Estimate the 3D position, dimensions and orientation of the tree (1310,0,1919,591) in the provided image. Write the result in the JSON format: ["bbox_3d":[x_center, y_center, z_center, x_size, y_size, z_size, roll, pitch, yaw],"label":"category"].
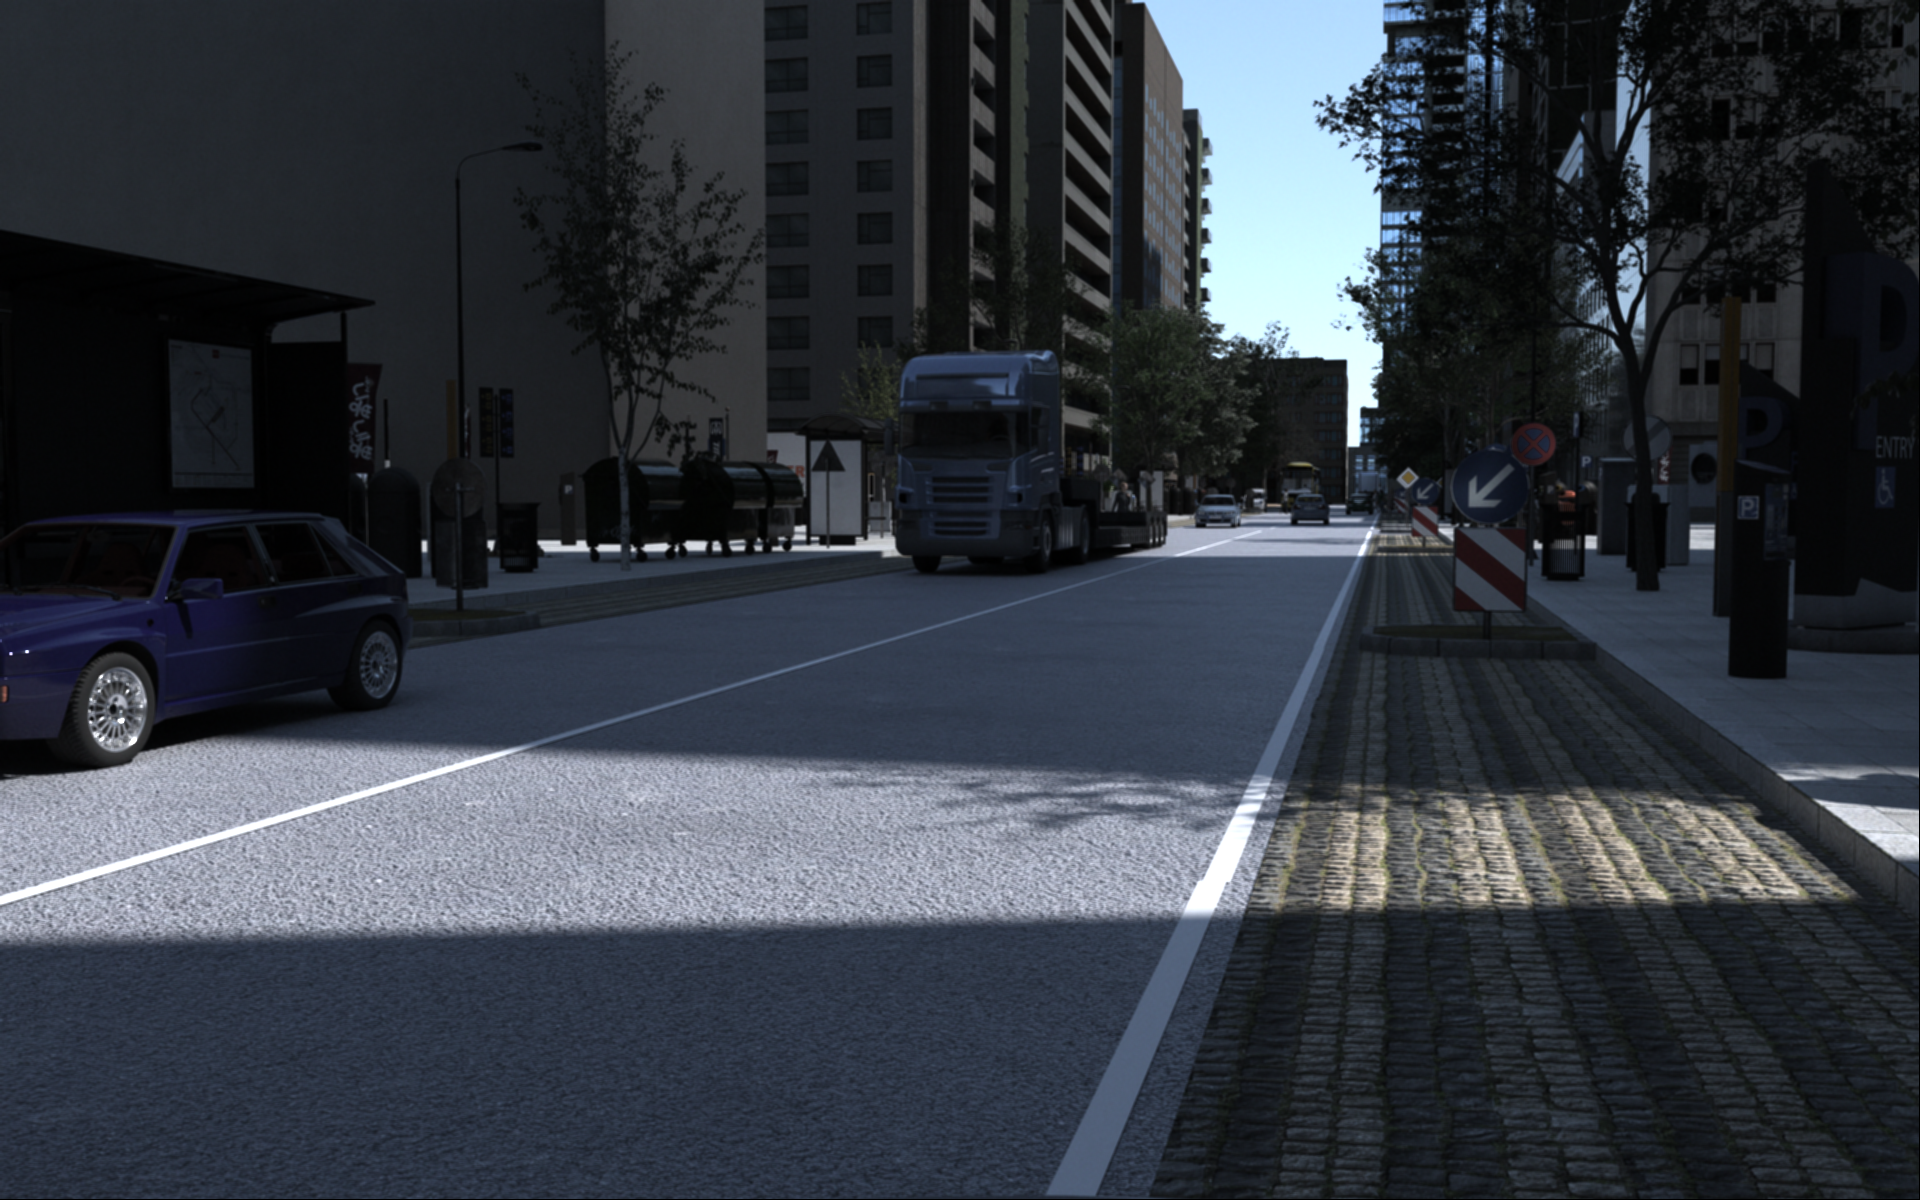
[{"bbox_3d":[9.184,-5.423,23.073,8.767,10.594,7.601,0,4,1],"label":"tree"}]

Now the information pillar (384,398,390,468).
[{"bbox_3d":[-14.080,-3.134,42.590,0.183,3.616,0.504,-1,4,-16],"label":"information pillar"}]

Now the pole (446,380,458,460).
[{"bbox_3d":[-9.101,-2.279,31.103,0.158,3.312,0.155,0,3,0],"label":"pole"}]

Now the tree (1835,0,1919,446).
[{"bbox_3d":[6.393,-3.598,9.194,4.360,8.622,3.978,0,3,0],"label":"tree"}]

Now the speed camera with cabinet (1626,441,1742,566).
[{"bbox_3d":[12.886,-2.235,30.883,0.660,3.252,2.038,-2,4,-26],"label":"speed camera with cabinet"}]

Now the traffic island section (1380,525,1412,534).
[{"bbox_3d":[16.594,-2.559,64.128,2.009,0.180,2.903,1,4,14],"label":"traffic island section"}]

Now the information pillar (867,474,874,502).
[{"bbox_3d":[-3.298,-3.546,62.469,0.304,2.012,0.304,3,4,38],"label":"information pillar"}]

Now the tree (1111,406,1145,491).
[{"bbox_3d":[13.493,-11.729,142.126,4.737,8.622,4.395,0,3,0],"label":"tree"}]

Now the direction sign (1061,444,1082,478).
[{"bbox_3d":[5.203,-5.322,79.008,0.876,3.537,0.379,1,4,17],"label":"direction sign"}]

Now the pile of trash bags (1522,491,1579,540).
[{"bbox_3d":[16.510,-2.379,48.647,1.912,1.369,3.447,0,4,-4],"label":"pile of trash bags"}]

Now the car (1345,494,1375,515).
[{"bbox_3d":[28.287,-6.774,122.560,2.131,1.459,4.920,1,4,14],"label":"car"}]

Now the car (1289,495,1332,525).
[{"bbox_3d":[16.561,-4.272,81.848,2.014,1.417,4.499,1,4,13],"label":"car"}]

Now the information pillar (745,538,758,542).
[{"bbox_3d":[-5.633,-2.577,46.633,0.304,2.012,0.304,1,4,9],"label":"information pillar"}]

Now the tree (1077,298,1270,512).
[{"bbox_3d":[10.004,-10.135,91.469,9.928,11.665,9.643,0,3,0],"label":"tree"}]

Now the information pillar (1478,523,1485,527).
[{"bbox_3d":[13.989,-2.542,46.046,0.304,2.012,0.304,-3,4,-39],"label":"information pillar"}]

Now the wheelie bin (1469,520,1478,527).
[{"bbox_3d":[18.307,-3.238,60.854,0.980,1.594,0.693,3,5,44],"label":"wheelie bin"}]

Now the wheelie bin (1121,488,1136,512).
[{"bbox_3d":[8.655,-5.006,89.751,0.980,1.594,0.693,1,4,17],"label":"wheelie bin"}]

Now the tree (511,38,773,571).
[{"bbox_3d":[-5.459,-4.779,28.499,4.360,8.622,3.978,0,3,0],"label":"tree"}]

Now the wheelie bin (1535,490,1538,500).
[{"bbox_3d":[39.741,-6.830,119.572,0.693,1.594,0.980,0,4,5],"label":"wheelie bin"}]

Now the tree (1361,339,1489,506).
[{"bbox_3d":[35.828,-13.865,133.344,9.857,13.997,8.962,0,3,0],"label":"tree"}]

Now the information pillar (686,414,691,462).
[{"bbox_3d":[-7.894,-3.608,50.348,0.183,3.616,0.504,0,4,-3],"label":"information pillar"}]

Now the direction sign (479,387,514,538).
[{"bbox_3d":[-9.903,-2.757,37.067,0.379,3.537,0.876,3,4,36],"label":"direction sign"}]

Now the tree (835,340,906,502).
[{"bbox_3d":[-3.777,-8.049,81.963,4.737,8.622,4.395,0,3,0],"label":"tree"}]

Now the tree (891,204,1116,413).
[{"bbox_3d":[1.329,-7.488,56.836,8.767,10.594,7.601,2,4,27],"label":"tree"}]

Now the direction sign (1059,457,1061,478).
[{"bbox_3d":[5.942,-6.938,105.427,0.876,3.537,0.379,-2,4,-32],"label":"direction sign"}]

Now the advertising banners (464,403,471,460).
[{"bbox_3d":[-10.005,-2.319,34.111,0.090,3.025,2.074,-3,4,-36],"label":"advertising banners"}]

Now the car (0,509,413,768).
[{"bbox_3d":[-4.976,0.132,10.427,1.945,1.354,3.894,1,4,13],"label":"car"}]

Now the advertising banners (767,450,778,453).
[{"bbox_3d":[-8.243,-4.445,68.857,2.074,3.025,0.090,0,4,6],"label":"advertising banners"}]

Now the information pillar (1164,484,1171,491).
[{"bbox_3d":[14.742,-7.311,124.020,0.304,2.012,0.304,-2,4,-32],"label":"information pillar"}]

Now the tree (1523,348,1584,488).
[{"bbox_3d":[29.231,-8.194,84.330,4.360,8.622,3.978,0,3,0],"label":"tree"}]

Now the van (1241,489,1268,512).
[{"bbox_3d":[22.769,-7.752,133.763,2.013,2.044,4.112,1,4,14],"label":"van"}]

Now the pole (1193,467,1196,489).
[{"bbox_3d":[16.354,-7.761,120.735,0.158,3.312,0.155,0,3,0],"label":"pole"}]

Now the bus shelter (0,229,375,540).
[{"bbox_3d":[-8.674,-1.657,18.374,1.731,3.624,6.357,1,4,14],"label":"bus shelter"}]

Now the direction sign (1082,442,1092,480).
[{"bbox_3d":[5.663,-5.092,75.256,0.379,3.537,0.876,1,4,10],"label":"direction sign"}]

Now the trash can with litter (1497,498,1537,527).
[{"bbox_3d":[13.315,-1.861,41.820,1.055,1.170,0.624,-3,5,-43],"label":"trash can with litter"}]

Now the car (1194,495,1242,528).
[{"bbox_3d":[11.195,-3.851,74.966,2.014,1.417,4.499,1,4,12],"label":"car"}]

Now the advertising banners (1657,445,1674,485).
[{"bbox_3d":[24.592,-4.052,62.443,2.074,3.025,0.090,1,4,16],"label":"advertising banners"}]

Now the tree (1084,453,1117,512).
[{"bbox_3d":[6.911,-5.376,82.497,1.663,3.219,1.824,0,3,0],"label":"tree"}]

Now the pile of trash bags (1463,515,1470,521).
[{"bbox_3d":[23.991,-4.307,80.168,1.912,1.369,3.447,0,3,0],"label":"pile of trash bags"}]

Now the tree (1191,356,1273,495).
[{"bbox_3d":[22.036,-13.760,143.103,7.486,12.596,7.792,0,3,0],"label":"tree"}]

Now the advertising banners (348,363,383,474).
[{"bbox_3d":[-8.650,-1.629,22.819,2.074,3.025,0.090,-2,4,-29],"label":"advertising banners"}]

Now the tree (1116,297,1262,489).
[{"bbox_3d":[14.515,-12.558,111.985,9.857,13.997,8.962,0,3,0],"label":"tree"}]

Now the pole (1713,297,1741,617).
[{"bbox_3d":[7.995,-1.481,18.050,0.158,3.312,0.155,0,3,0],"label":"pole"}]

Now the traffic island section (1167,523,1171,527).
[{"bbox_3d":[7.982,-3.192,74.474,2.009,0.180,2.903,1,4,14],"label":"traffic island section"}]

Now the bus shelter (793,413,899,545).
[{"bbox_3d":[-2.539,-3.175,45.831,2.014,3.302,5.546,1,4,14],"label":"bus shelter"}]

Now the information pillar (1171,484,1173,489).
[{"bbox_3d":[15.729,-7.650,129.574,0.304,2.012,0.304,3,5,43],"label":"information pillar"}]

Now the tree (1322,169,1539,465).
[{"bbox_3d":[28.524,-15.143,103.479,12.611,20.169,13.585,0,3,0],"label":"tree"}]

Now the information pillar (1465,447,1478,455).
[{"bbox_3d":[25.396,-5.776,85.784,0.504,3.616,0.183,2,4,26],"label":"information pillar"}]

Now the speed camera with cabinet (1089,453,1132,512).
[{"bbox_3d":[7.331,-5.505,84.350,2.038,3.252,0.660,0,4,-2],"label":"speed camera with cabinet"}]

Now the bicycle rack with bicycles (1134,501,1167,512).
[{"bbox_3d":[10.086,-4.991,94.980,2.852,0.926,2.925,-1,4,-21],"label":"bicycle rack with bicycles"}]

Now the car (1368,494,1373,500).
[{"bbox_3d":[42.735,-10.546,182.216,2.009,1.686,4.222,1,4,16],"label":"car"}]

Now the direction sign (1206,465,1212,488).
[{"bbox_3d":[17.902,-8.112,124.634,0.379,3.537,0.876,-1,4,-19],"label":"direction sign"}]
